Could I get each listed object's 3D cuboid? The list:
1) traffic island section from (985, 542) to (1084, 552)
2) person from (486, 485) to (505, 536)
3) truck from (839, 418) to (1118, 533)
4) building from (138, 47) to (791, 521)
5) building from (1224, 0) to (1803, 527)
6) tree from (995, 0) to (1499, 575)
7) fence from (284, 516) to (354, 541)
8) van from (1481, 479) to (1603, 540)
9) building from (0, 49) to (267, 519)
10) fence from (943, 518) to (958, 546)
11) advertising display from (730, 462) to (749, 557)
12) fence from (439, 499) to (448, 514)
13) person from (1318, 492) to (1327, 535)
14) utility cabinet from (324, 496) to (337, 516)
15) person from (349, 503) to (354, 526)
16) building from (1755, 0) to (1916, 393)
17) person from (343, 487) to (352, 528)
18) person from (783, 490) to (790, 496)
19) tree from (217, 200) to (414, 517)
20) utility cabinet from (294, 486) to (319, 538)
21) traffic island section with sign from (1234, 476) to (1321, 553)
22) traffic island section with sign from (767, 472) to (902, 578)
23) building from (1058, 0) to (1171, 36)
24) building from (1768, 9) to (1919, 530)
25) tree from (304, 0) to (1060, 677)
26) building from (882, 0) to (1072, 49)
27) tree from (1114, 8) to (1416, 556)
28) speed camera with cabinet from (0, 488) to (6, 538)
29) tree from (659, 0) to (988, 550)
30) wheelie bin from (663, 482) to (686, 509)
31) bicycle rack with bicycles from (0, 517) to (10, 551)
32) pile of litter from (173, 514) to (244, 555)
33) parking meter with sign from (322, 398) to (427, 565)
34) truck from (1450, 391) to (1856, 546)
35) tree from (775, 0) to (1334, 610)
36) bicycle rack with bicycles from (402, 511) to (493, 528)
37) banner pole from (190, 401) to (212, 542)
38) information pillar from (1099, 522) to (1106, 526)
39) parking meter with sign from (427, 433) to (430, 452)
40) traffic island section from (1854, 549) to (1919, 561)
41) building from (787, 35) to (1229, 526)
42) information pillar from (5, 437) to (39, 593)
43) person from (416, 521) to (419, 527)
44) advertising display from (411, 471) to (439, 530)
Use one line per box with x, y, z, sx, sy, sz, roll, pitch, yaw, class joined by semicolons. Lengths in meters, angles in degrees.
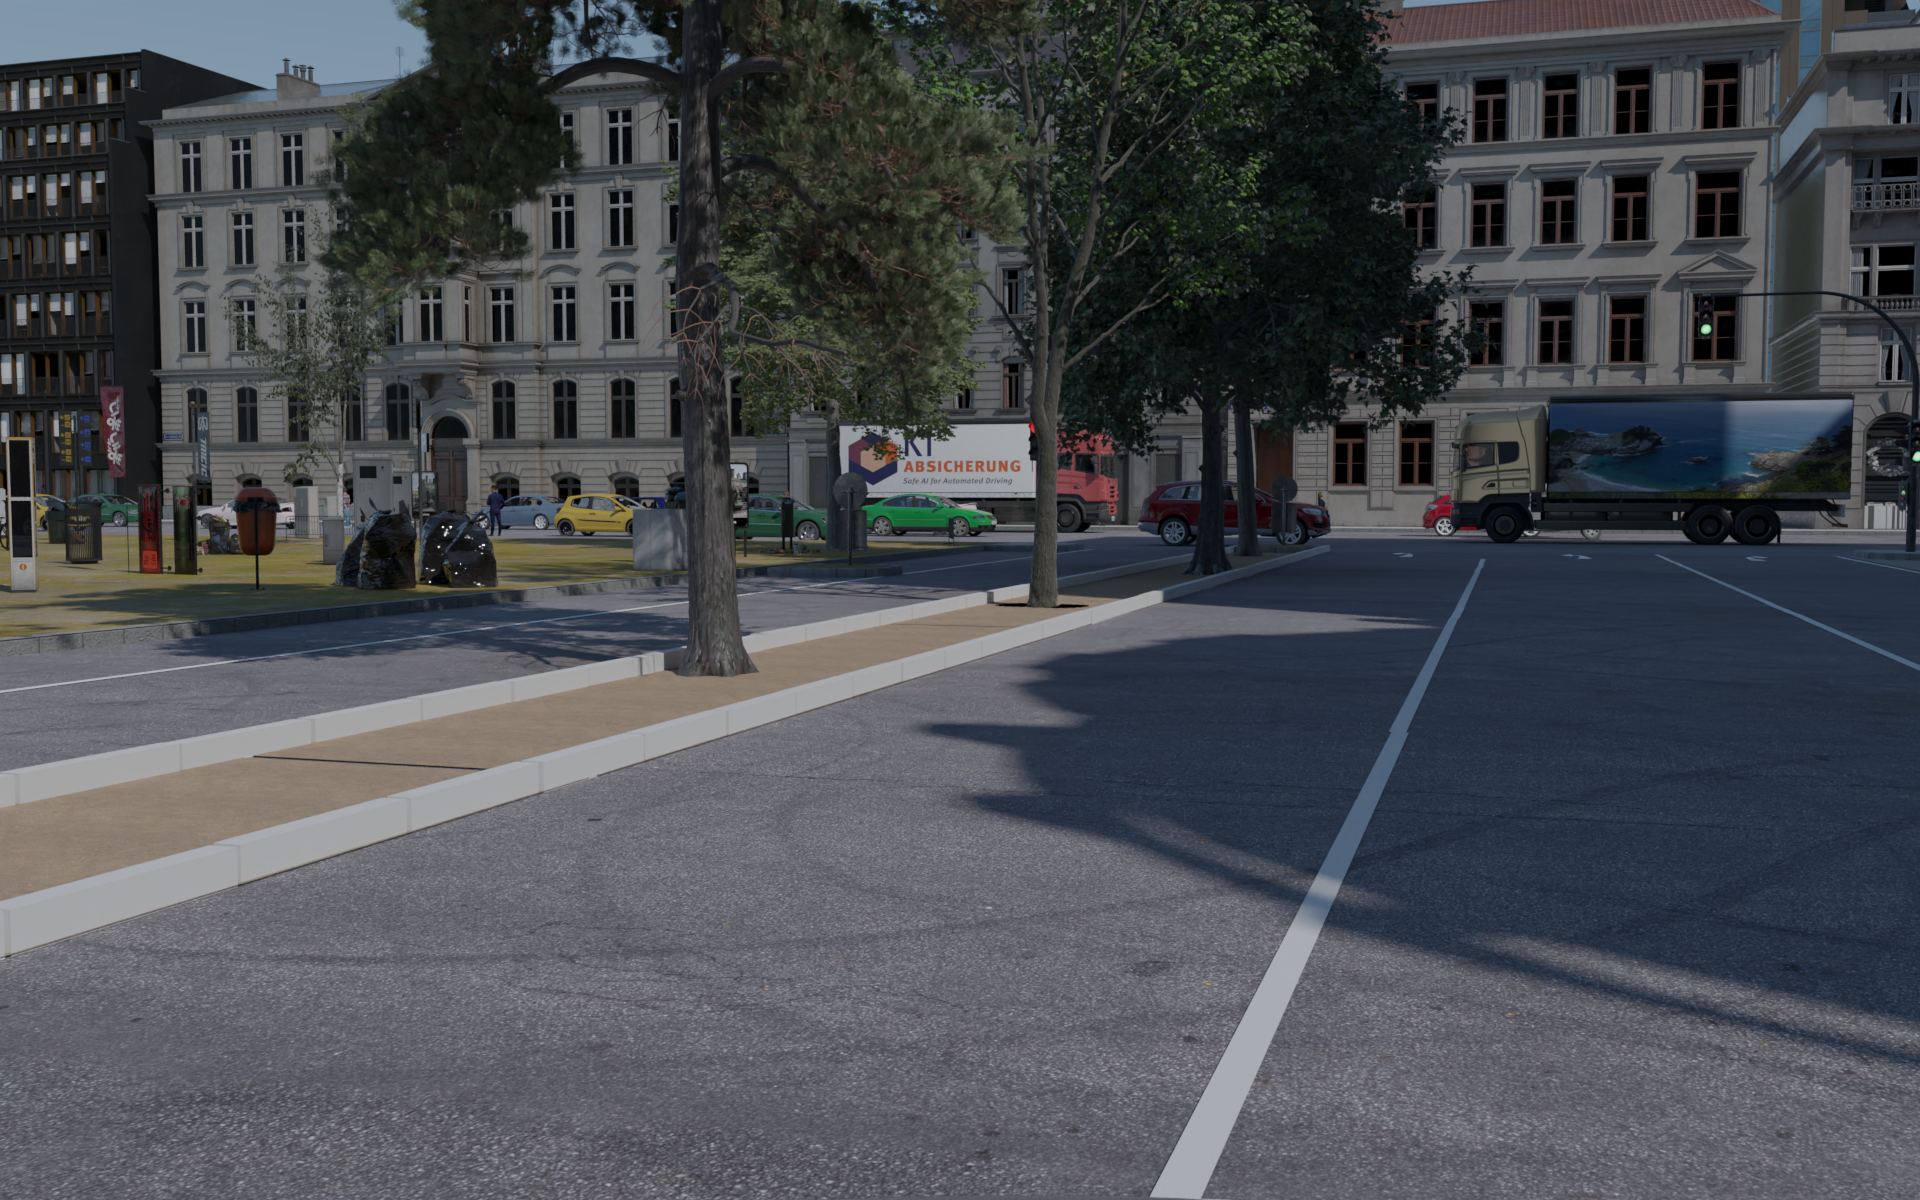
1.999;-1.359;44.499;2.009;0.180;2.903;1;4;18;traffic island section
-15.841;-3.042;58.943;0.504;1.737;0.576;3;4;39;person
0.929;-4.685;65.508;11.283;4.237;2.839;1;4;16;truck
-22.111;-16.295;85.500;34.723;24.649;14.460;1;4;18;building
21.591;-14.336;70.558;21.152;22.565;11.583;1;4;18;building
4.493;-6.796;30.575;9.611;12.733;9.660;0;3;0;tree
-17.487;-1.973;47.637;2.069;0.683;0.278;-1;4;-13;fence
18.768;-2.958;55.379;4.112;2.044;2.013;1;4;18;van
-46.872;-16.095;92.826;15.834;23.373;12.332;1;4;18;building
-0.222;-1.721;43.520;0.278;0.683;2.069;0;4;-4;fence
-4.713;-1.819;34.950;0.974;1.923;0.123;-3;4;-36;advertising display
-9.114;-1.184;30.565;0.480;1.192;2.264;-1;4;-20;fence
12.693;-3.075;61.319;0.613;1.512;0.480;0;4;5;person
-18.579;-2.445;51.130;0.306;1.237;1.020;-2;4;-24;utility cabinet
-26.333;-4.105;75.888;0.850;1.792;0.678;-1;4;-12;person
61.839;-29.352;130.010;14.600;45.320;14.200;1;4;18;building
-25.804;-3.883;72.823;0.643;1.720;0.563;-3;5;-40;person
-5.748;-2.825;56.902;0.499;1.552;0.429;-2;4;-35;person
-15.343;-5.608;42.051;4.360;8.622;3.978;0;3;0;tree
-18.888;-2.528;50.009;0.318;1.500;1.173;-3;5;-40;utility cabinet
7.935;-2.123;42.852;2.006;1.907;1.989;1;4;18;traffic island section with sign
-2.108;-1.342;30.571;1.989;1.847;2.006;1;4;18;traffic island section with sign
20.558;-30.253;149.265;22.147;44.769;28.867;1;4;18;building
43.711;-13.597;64.104;24.055;21.916;13.314;1;4;18;building
-2.029;-5.438;13.431;6.751;12.117;7.091;0;3;0;tree
2.460;-37.012;194.392;27.495;52.752;28.713;1;4;18;building
6.501;-7.939;39.685;7.806;13.903;7.818;0;3;0;tree
-29.107;-3.451;50.765;2.038;3.252;0.660;0;4;6;speed camera with cabinet
-3.311;-7.417;39.401;7.486;12.596;7.792;0;3;0;tree
-7.625;-2.397;47.099;0.980;1.594;0.693;2;4;34;wheelie bin
-22.493;-1.552;38.750;2.852;0.926;2.925;2;4;25;bicycle rack with bicycles
-15.762;-1.398;36.819;1.719;0.858;1.176;0;4;-3;pile of litter
-10.669;-2.153;31.461;1.738;3.016;0.543;-1;4;-15;parking meter with sign
19.352;-3.740;50.070;11.283;4.237;2.839;1;4;17;truck
1.114;-5.696;21.343;9.928;11.665;9.643;0;3;0;tree
-11.080;-1.401;36.291;2.852;0.926;2.925;-1;4;-13;bicycle rack with bicycles
-20.474;-3.465;46.673;0.863;3.779;0.401;2;4;28;banner pole
5.789;-4.797;69.788;0.183;3.616;0.504;2;4;27;information pillar
-15.983;-3.234;49.142;1.738;3.016;0.543;-2;4;-34;parking meter with sign
21.085;-0.986;38.398;2.009;0.180;2.903;1;4;18;traffic island section
2.536;-13.857;75.720;18.267;20.994;9.793;1;4;18;building
-12.211;-1.105;22.564;0.304;2.012;0.304;-1;4;-22;information pillar
-22.846;-4.013;73.998;0.818;1.842;0.514;1;4;14;person
-14.849;-2.623;48.100;0.974;1.923;0.123;2;4;31;advertising display
